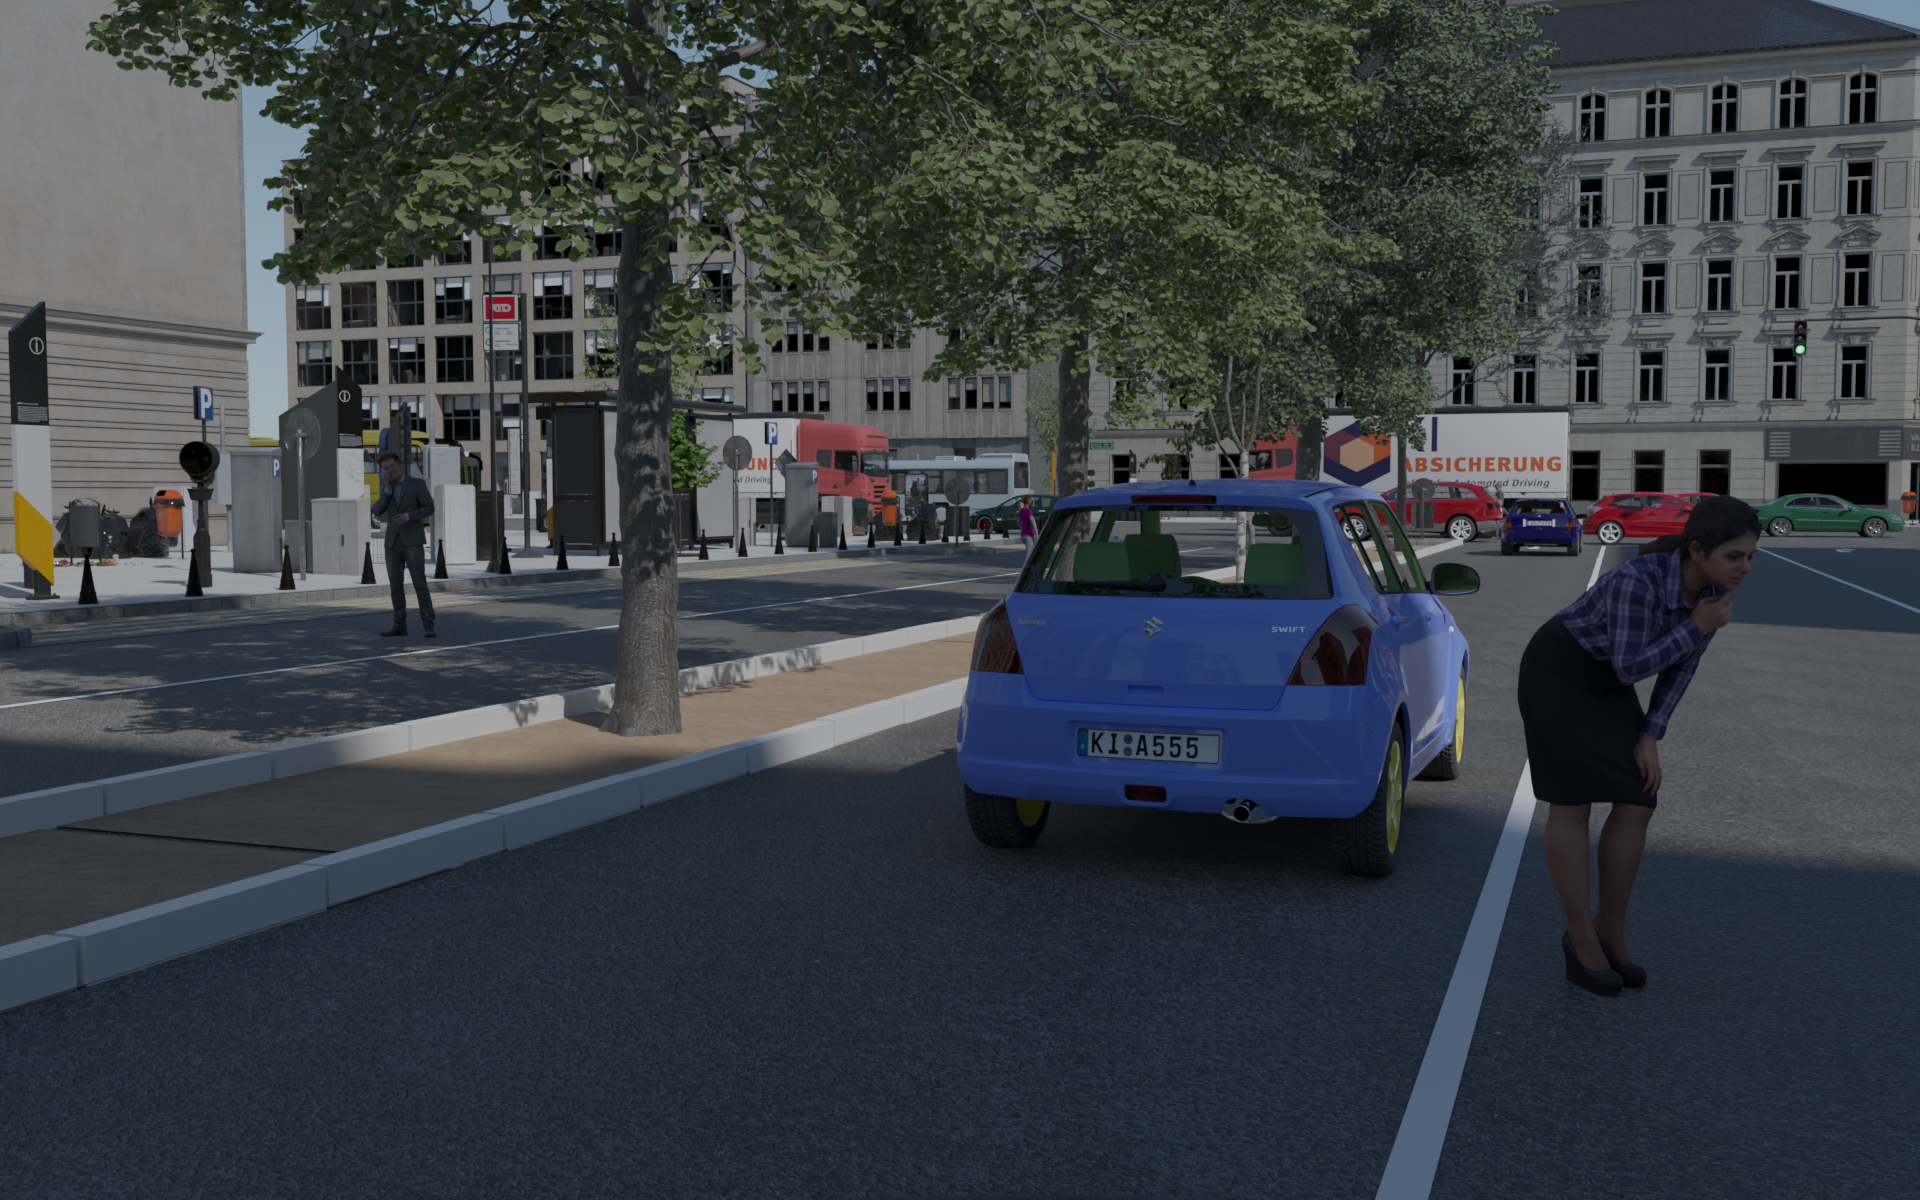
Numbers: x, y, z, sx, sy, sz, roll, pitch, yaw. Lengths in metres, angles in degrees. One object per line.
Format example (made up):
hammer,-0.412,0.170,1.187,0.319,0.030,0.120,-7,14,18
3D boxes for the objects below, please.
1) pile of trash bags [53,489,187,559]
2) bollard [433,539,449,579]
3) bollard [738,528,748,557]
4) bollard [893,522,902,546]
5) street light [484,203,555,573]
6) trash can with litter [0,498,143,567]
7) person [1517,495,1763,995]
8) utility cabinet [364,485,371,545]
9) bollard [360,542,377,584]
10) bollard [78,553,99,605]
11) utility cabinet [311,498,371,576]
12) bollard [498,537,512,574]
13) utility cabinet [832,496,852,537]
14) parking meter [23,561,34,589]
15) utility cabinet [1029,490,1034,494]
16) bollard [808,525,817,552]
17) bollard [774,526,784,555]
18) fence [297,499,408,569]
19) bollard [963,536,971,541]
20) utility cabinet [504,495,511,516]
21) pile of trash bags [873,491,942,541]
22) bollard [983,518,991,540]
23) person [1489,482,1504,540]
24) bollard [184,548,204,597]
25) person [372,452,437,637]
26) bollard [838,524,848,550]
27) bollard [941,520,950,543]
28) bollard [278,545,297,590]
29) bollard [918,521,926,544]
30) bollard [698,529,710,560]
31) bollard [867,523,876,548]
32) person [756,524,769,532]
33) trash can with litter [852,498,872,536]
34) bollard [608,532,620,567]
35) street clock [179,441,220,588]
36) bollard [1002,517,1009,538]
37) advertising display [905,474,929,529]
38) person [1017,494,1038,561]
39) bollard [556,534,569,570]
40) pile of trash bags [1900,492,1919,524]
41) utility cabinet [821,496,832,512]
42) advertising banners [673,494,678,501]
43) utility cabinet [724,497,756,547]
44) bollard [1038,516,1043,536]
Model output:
pile of trash bags,-16.626,-1.525,34.691,3.447,1.369,1.912,2,4,33
bollard,-7.860,-0.622,26.216,0.229,0.601,0.229,0,3,0
bollard,-4.421,-1.175,35.246,0.229,0.601,0.229,0,3,0
bollard,-1.541,-1.637,42.807,0.229,0.601,0.229,0,3,0
street light,-7.106,-3.390,27.964,1.470,5.913,1.316,1,4,21
trash can with litter,-15.992,-1.217,30.949,2.233,1.210,1.678,0,4,-5
person,1.928,0.416,4.925,0.421,1.427,0.697,-2,4,-32
utility cabinet,-15.105,-2.068,42.493,1.173,1.500,0.318,-3,4,-39
bollard,-8.440,-0.529,24.695,0.229,0.601,0.229,0,3,0
bollard,-10.164,-0.253,20.177,0.229,0.601,0.229,0,3,0
utility cabinet,-9.846,-1.002,27.543,1.020,1.237,0.306,2,4,29
bollard,-7.287,-0.714,27.721,0.229,0.601,0.229,0,3,0
utility cabinet,-3.489,-2.495,51.954,0.306,1.237,1.020,-1,4,-18
parking meter,-12.534,-1.086,23.475,0.255,1.863,0.399,-3,5,-42
utility cabinet,3.285,-4.547,83.017,0.318,1.500,1.173,1,4,14
bollard,-3.264,-1.360,38.274,0.229,0.601,0.229,0,3,0
bollard,-3.841,-1.267,36.760,0.229,0.601,0.229,0,3,0
fence,-10.567,-1.155,30.094,2.264,1.192,0.480,1,4,13
bollard,0.186,-1.914,47.343,0.229,0.601,0.229,0,3,0
utility cabinet,-26.539,-5.447,100.226,1.020,1.237,0.306,-2,4,-31
pile of trash bags,-1.589,-2.293,47.251,1.912,1.369,3.447,1,4,10
bollard,0.765,-2.006,48.847,0.229,0.601,0.229,0,3,0
person,16.884,-2.809,54.598,0.590,1.801,0.661,1,4,14
bollard,-9.592,-0.345,21.682,0.229,0.601,0.229,0,3,0
person,-5.570,-0.554,17.362,0.655,1.846,0.447,1,4,10
bollard,-2.693,-1.453,39.790,0.229,0.601,0.229,0,3,0
bollard,-0.388,-1.822,45.830,0.229,0.601,0.229,0,3,0
bollard,-9.011,-0.437,23.190,0.229,0.601,0.229,0,3,0
bollard,-0.963,-1.730,44.319,0.229,0.601,0.229,0,3,0
bollard,-4.995,-1.083,33.741,0.229,0.601,0.229,0,3,0
bollard,-2.117,-1.544,41.294,0.229,0.601,0.229,0,3,0
person,-7.467,-3.449,65.111,0.641,1.798,0.478,-1,4,-17
trash can with litter,-3.000,-2.545,52.993,0.624,1.170,1.055,0,4,-4
bollard,-6.140,-0.898,30.731,0.229,0.601,0.229,0,3,0
street clock,-10.399,-1.172,23.731,0.471,2.002,0.358,0,4,1
bollard,1.334,-2.099,50.356,0.229,0.601,0.229,0,3,0
advertising display,-1.370,-3.027,54.706,0.974,1.923,0.123,3,5,44
person,1.183,-0.946,27.210,0.776,1.435,0.726,-2,4,-32
bollard,-6.714,-0.806,29.226,0.229,0.601,0.229,0,3,0
pile of trash bags,42.189,-3.973,74.712,3.447,1.369,1.912,-1,4,-10
utility cabinet,-4.174,-2.661,54.676,0.306,1.237,1.020,0,4,3
advertising banners,-9.127,-3.630,55.533,0.090,3.025,2.074,-2,4,-24
utility cabinet,-5.410,-1.928,42.677,0.306,1.237,1.020,2,4,26
bollard,2.486,-2.283,53.373,0.229,0.601,0.229,0,3,0
